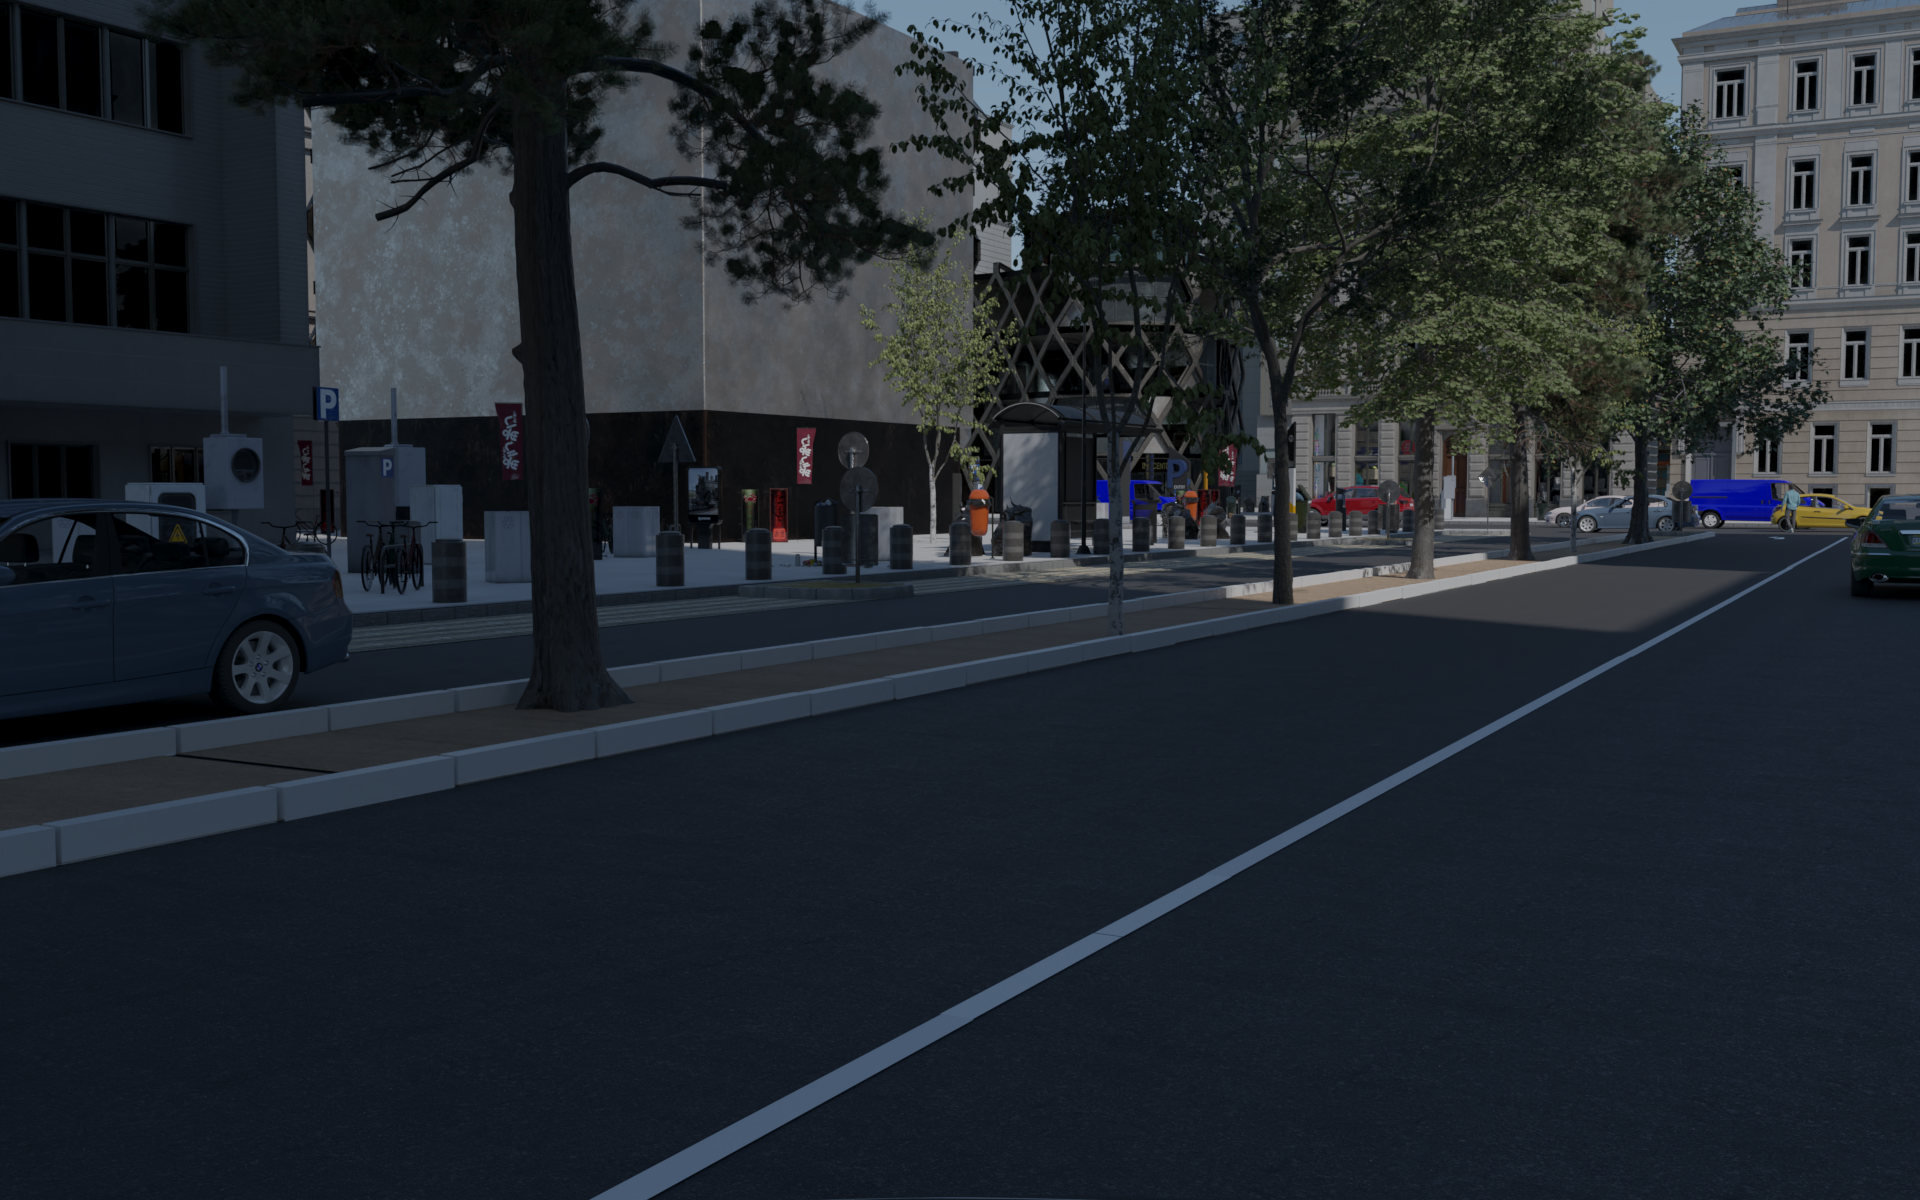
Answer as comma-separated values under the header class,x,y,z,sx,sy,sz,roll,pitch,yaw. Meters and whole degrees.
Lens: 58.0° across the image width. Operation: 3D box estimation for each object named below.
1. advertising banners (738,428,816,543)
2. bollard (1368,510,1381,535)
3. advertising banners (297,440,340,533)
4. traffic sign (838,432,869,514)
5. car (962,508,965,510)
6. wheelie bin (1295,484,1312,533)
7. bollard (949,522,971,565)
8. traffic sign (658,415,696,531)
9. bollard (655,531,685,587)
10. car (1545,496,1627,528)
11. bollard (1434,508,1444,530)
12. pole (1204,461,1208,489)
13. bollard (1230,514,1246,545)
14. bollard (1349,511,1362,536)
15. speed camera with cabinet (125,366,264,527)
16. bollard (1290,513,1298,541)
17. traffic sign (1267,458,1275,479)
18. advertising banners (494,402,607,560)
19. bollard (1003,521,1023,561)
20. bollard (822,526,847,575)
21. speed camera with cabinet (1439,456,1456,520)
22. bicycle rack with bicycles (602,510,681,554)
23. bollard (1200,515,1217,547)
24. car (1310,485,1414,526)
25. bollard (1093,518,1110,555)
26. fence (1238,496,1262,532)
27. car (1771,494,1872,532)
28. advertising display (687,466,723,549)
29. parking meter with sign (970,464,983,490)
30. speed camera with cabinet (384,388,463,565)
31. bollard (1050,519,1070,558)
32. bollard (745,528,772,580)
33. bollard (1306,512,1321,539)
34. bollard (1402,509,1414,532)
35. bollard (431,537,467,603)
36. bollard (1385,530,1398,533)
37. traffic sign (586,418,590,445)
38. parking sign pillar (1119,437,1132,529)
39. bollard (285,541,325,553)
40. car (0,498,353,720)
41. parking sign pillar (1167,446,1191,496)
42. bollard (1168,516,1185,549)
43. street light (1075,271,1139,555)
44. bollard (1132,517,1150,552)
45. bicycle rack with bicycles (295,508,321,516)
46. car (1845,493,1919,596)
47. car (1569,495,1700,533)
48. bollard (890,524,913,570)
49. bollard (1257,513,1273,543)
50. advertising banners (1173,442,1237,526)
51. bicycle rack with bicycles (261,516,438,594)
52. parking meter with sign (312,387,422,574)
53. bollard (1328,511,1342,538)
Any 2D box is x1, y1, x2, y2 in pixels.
class,x,y,z,sx,sy,sz,roll,pitch,yaw
advertising banners,-4.820,-3.030,45.732,2.074,3.025,0.090,-1,4,-13
bollard,13.125,-2.457,54.883,0.404,0.777,0.398,0,3,0
advertising banners,-20.757,-3.710,56.846,0.090,3.025,2.074,3,5,40
traffic sign,-2.210,-2.168,35.554,0.768,2.556,0.104,2,4,31
car,-1.080,-4.345,83.405,4.827,1.381,2.083,2,4,31
wheelie bin,11.109,-2.980,56.631,0.693,1.594,0.980,1,4,22
bollard,0.007,-1.020,31.392,0.404,0.777,0.398,0,3,0
traffic sign,-4.709,-1.755,28.693,0.884,2.594,0.081,3,4,38
bollard,-4.041,-0.577,24.145,0.404,0.777,0.398,0,3,0
car,27.404,-3.751,73.690,4.827,1.381,2.083,2,4,29
bollard,17.158,-2.899,62.109,0.404,0.777,0.398,0,3,0
pole,13.736,-6.298,96.817,0.158,3.312,0.155,0,3,0
bollard,7.062,-1.792,44.023,0.404,0.777,0.398,0,3,0
bollard,12.119,-2.346,53.076,0.404,0.777,0.398,0,3,0
speed camera with cabinet,-11.554,-1.949,26.194,0.660,3.252,2.038,2,4,28
bollard,9.088,-2.015,47.654,0.404,0.777,0.398,0,3,0
traffic sign,8.916,-2.852,48.757,0.606,2.300,0.079,2,4,30
advertising banners,-7.866,-2.272,33.334,2.074,3.025,0.090,-1,4,-17
bollard,1.016,-1.131,33.203,0.404,0.777,0.398,0,3,0
bollard,-2.011,-0.799,27.774,0.404,0.777,0.398,0,3,0
speed camera with cabinet,24.527,-5.678,87.171,0.660,3.252,2.038,1,4,11
bicycle rack with bicycles,-7.297,-1.509,38.057,2.852,0.926,2.925,0,4,-1
bollard,6.057,-1.682,42.220,0.404,0.777,0.398,0,3,0
car,17.470,-4.165,76.765,5.304,1.827,2.281,2,4,28
bollard,3.030,-1.351,36.808,0.404,0.777,0.398,0,3,0
fence,9.538,-2.797,56.936,0.480,1.192,2.264,2,4,30
car,33.008,-3.399,65.804,3.980,1.641,2.015,2,4,29
advertising display,-5.960,-2.154,40.439,0.974,1.923,0.123,2,4,32
parking meter with sign,1.051,-6.391,100.745,0.543,3.016,1.738,-1,4,-15
speed camera with cabinet,-9.933,-2.302,31.980,0.660,3.252,2.038,-3,5,-44
bollard,2.028,-1.241,35.004,0.404,0.777,0.398,0,3,0
bollard,-3.022,-0.688,25.967,0.404,0.777,0.398,0,3,0
bollard,10.101,-2.125,49.462,0.404,0.777,0.398,0,3,0
bollard,15.140,-2.677,58.492,0.404,0.777,0.398,0,3,0
bollard,-6.055,-0.356,20.539,0.404,0.777,0.398,0,3,0
bollard,14.130,-2.567,56.692,0.404,0.777,0.398,0,3,0
traffic sign,-5.754,-1.556,25.544,0.768,2.556,0.104,2,4,34
parking sign pillar,5.901,-4.621,64.018,1.447,3.967,1.447,-1,4,-11
bollard,-7.070,-0.245,18.721,0.404,0.777,0.398,0,3,0
car,-5.884,0.089,10.548,2.014,1.417,4.499,2,4,29
parking sign pillar,12.217,-6.624,96.776,1.447,3.967,1.447,2,4,35
bollard,5.048,-1.572,40.416,0.404,0.777,0.398,0,3,0
street light,3.104,-3.909,36.460,1.470,5.913,1.316,2,4,29
bollard,4.037,-1.461,38.611,0.404,0.777,0.398,0,3,0
bicycle rack with bicycles,-17.299,-1.796,42.747,2.925,0.926,2.852,1,4,15
car,14.013,-0.817,25.155,2.131,1.459,4.920,2,4,29
car,24.840,-3.171,63.844,4.499,1.417,2.014,2,4,30
bollard,-1.002,-0.909,29.587,0.404,0.777,0.398,0,3,0
bollard,8.070,-1.903,45.834,0.404,0.777,0.398,0,3,0
advertising banners,8.162,-3.788,58.117,2.074,3.025,0.090,1,4,23
bicycle rack with bicycles,-8.189,-0.604,23.253,2.852,0.926,2.925,0,3,0
parking meter with sign,-9.569,-1.946,28.086,1.738,3.016,0.543,1,4,19
bollard,11.108,-2.236,51.269,0.404,0.777,0.398,0,3,0
